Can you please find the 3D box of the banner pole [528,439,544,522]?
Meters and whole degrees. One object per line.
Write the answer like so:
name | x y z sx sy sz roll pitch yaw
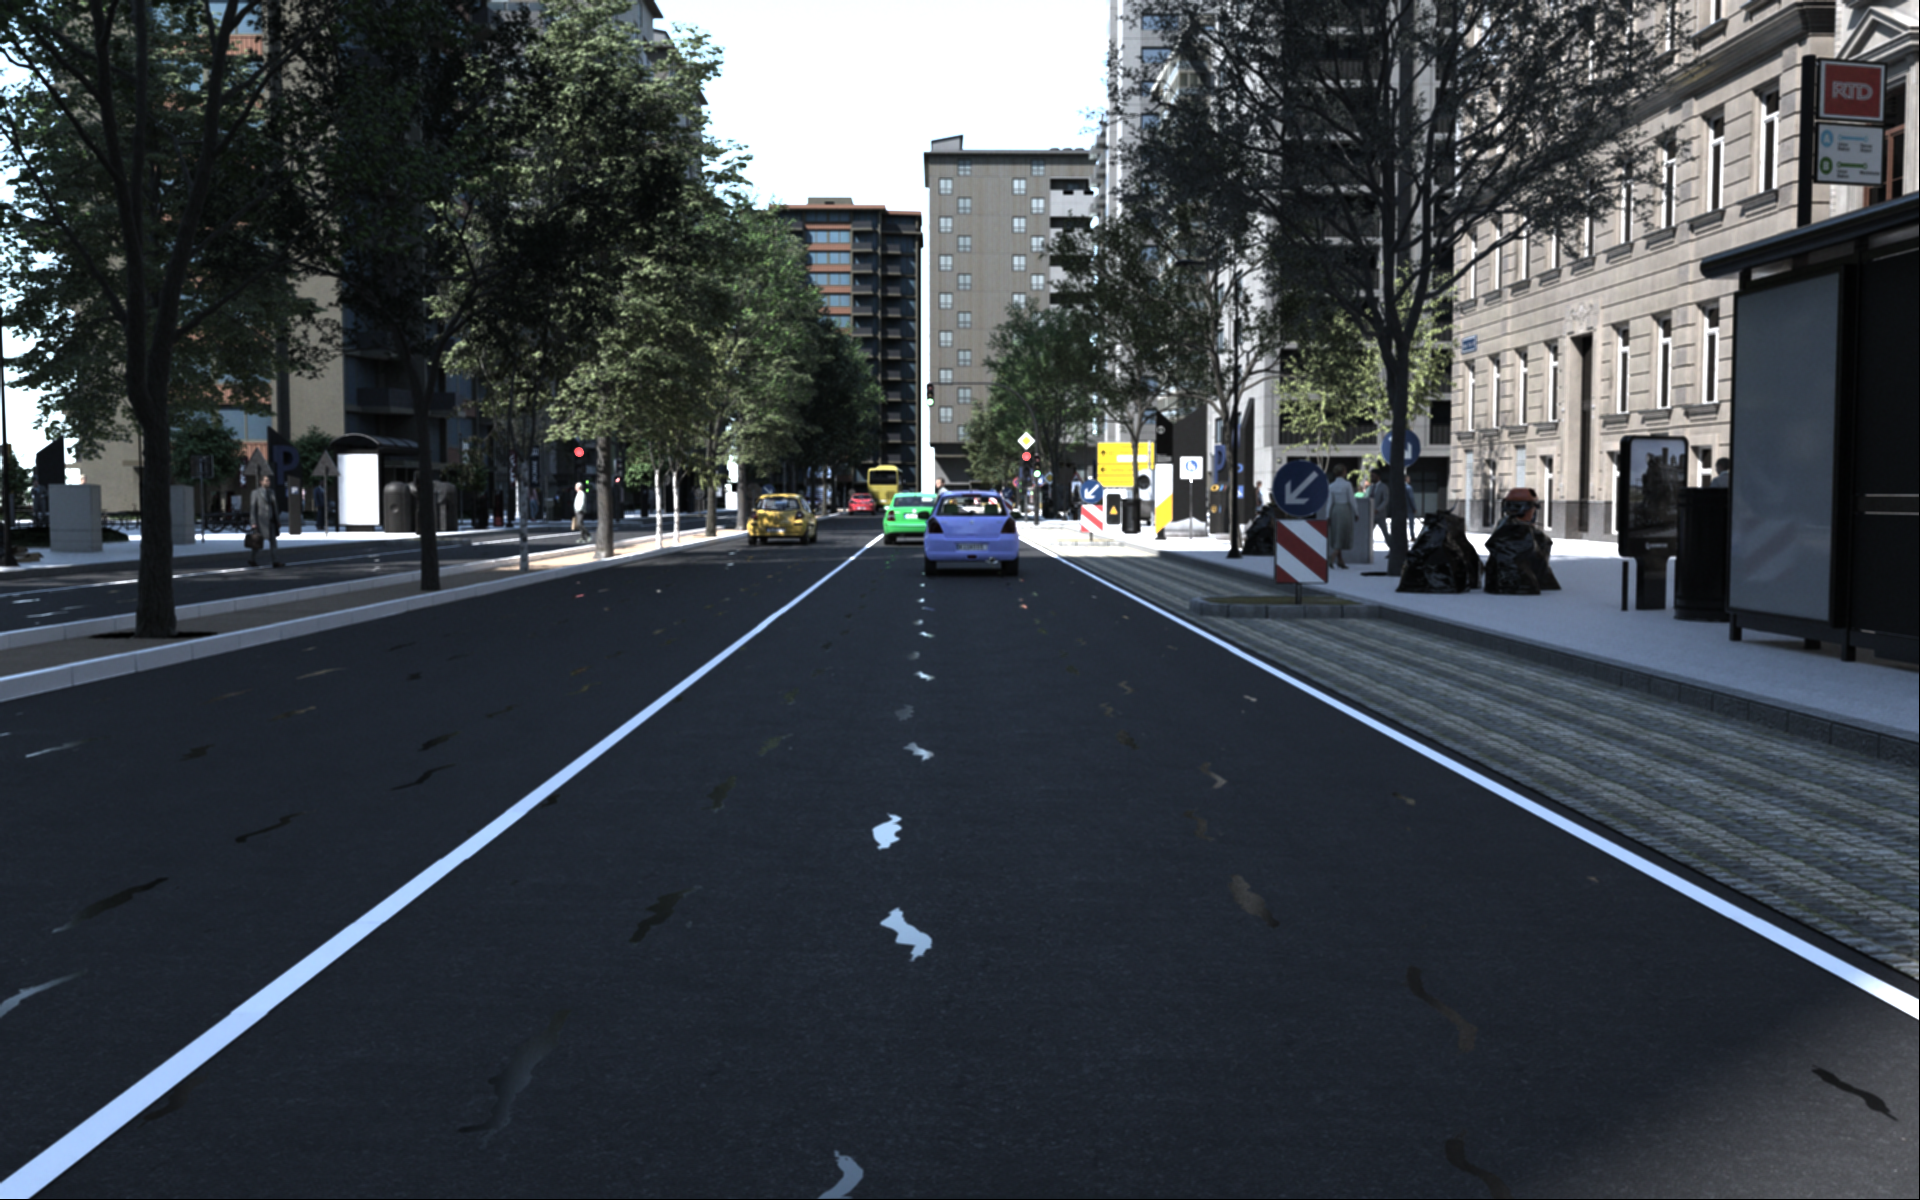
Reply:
banner pole | -19.087 -5.403 78.355 0.863 3.779 0.401 0 4 7

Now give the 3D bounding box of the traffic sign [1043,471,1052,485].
traffic sign | 5.162 -6.084 99.201 0.795 2.593 0.064 1 4 9

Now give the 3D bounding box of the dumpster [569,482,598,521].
dumpster | -18.044 -4.747 83.367 1.264 1.857 1.865 0 4 -1

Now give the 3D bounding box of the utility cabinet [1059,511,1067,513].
utility cabinet | 7.240 -6.626 117.016 1.173 1.500 0.318 2 4 31

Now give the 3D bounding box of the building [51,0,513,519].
building | -39.399 -27.351 101.814 22.147 44.769 28.867 0 4 -1

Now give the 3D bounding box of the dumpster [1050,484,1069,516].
dumpster | 5.998 -5.928 102.676 1.264 1.857 1.865 0 4 -1

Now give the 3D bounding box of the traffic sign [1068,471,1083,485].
traffic sign | 6.592 -6.015 98.349 0.884 2.594 0.081 0 4 8

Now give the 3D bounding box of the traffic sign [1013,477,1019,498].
traffic sign | 4.403 -8.010 131.073 0.768 2.556 0.104 0 4 2

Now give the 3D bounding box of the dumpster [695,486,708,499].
dumpster | -21.656 -8.693 144.625 1.502 2.255 1.985 0 4 -1

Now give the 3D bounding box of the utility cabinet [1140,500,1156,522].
utility cabinet | 8.756 -4.264 78.392 1.173 1.500 0.318 -1 4 -18

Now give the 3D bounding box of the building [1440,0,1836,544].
building | 22.596 -15.268 46.892 12.463 27.353 25.104 0 4 -1

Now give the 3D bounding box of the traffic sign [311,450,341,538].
traffic sign | -18.563 -3.100 50.692 0.884 2.594 0.081 0 4 2

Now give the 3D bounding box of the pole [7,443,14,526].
pole | -38.024 -4.620 69.378 0.158 3.312 0.155 0 3 0

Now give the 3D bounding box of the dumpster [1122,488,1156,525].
dumpster | 7.244 -3.928 69.985 1.264 1.857 1.865 0 4 -1

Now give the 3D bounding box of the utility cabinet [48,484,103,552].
utility cabinet | -19.578 -1.815 38.351 1.173 1.500 0.318 1 4 18

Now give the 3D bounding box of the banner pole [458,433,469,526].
banner pole | -20.144 -4.913 70.350 0.863 3.779 0.401 3 5 42

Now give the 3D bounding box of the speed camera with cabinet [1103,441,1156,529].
speed camera with cabinet | 6.357 -4.294 64.536 2.038 3.252 0.660 2 4 34

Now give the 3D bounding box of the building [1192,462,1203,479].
building | 36.684 -41.146 261.969 27.495 52.752 28.713 0 4 -1

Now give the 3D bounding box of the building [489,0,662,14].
building | -44.370 -35.296 166.330 28.713 52.752 27.495 0 4 -1

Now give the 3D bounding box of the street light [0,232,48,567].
street light | -16.313 -3.545 30.505 1.470 5.913 1.316 0 4 -1

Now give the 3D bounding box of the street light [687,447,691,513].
street light | -17.459 -8.709 114.932 1.470 5.913 1.316 0 4 -1

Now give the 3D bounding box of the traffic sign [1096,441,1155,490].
traffic sign | 6.409 -4.474 67.022 2.265 3.308 0.079 1 4 9

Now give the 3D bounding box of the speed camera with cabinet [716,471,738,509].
speed camera with cabinet | -19.807 -9.306 146.488 2.038 3.252 0.660 0 4 6

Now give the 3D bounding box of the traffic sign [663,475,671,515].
traffic sign | -17.716 -6.348 103.897 0.768 2.556 0.104 0 4 5

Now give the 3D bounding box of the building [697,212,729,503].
building | -41.808 -36.925 253.836 14.200 45.320 14.600 0 4 -1

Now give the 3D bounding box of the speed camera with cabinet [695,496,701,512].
speed camera with cabinet | -19.671 -7.979 124.786 2.038 3.252 0.660 1 4 16

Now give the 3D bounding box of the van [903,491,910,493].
van | -6.602 -12.185 206.235 2.013 2.044 4.112 0 4 -1

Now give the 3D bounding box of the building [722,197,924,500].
building | -19.817 -36.880 257.615 28.867 44.769 22.147 0 4 -1

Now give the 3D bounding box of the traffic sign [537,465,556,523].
traffic sign | -18.495 -4.741 77.522 0.884 2.594 0.081 0 4 4

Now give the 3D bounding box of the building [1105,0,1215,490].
building | 25.186 -38.639 173.739 21.231 58.520 28.212 0 4 -1

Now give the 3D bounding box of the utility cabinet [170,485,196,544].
utility cabinet | -19.988 -2.169 44.142 1.173 1.500 0.318 2 4 32

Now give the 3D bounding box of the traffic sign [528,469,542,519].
traffic sign | -20.305 -5.042 82.545 0.768 2.556 0.104 0 4 0

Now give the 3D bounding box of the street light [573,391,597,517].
street light | -16.845 -6.461 78.172 1.470 5.913 1.316 0 4 -1

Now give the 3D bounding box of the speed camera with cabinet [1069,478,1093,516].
speed camera with cabinet | 7.250 -6.481 100.305 0.660 3.252 2.038 -3 5 -43

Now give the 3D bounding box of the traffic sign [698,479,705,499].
traffic sign | -21.002 -8.619 141.019 0.768 2.556 0.104 0 4 1

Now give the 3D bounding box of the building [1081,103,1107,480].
building | 26.835 -35.702 203.332 23.786 49.044 30.456 0 4 -1

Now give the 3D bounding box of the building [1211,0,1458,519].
building | 26.227 -40.327 97.604 20.611 71.187 20.563 0 4 -1

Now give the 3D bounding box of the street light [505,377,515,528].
street light | -16.665 -5.716 65.994 1.470 5.913 1.316 0 4 -1

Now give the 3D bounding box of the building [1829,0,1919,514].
building | 22.073 -11.468 23.663 11.583 22.565 21.152 0 4 -1

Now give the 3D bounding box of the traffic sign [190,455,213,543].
traffic sign | -19.919 -2.654 45.515 0.606 2.300 0.079 0 4 5

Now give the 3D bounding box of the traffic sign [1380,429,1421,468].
traffic sign | 8.519 -2.047 33.568 0.768 2.556 0.104 0 4 5

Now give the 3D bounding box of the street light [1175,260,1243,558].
street light | 4.951 -3.788 34.480 1.470 5.913 1.316 0 4 -1

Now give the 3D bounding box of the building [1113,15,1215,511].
building | 28.733 -27.226 137.030 32.217 40.220 23.993 0 4 -1

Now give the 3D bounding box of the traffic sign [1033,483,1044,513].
traffic sign | 5.406 -7.235 118.301 0.884 2.594 0.081 0 4 3

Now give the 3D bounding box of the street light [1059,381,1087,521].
street light | 4.559 -5.978 70.275 1.470 5.913 1.316 0 4 -1

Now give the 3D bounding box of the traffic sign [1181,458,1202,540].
traffic sign | 6.398 -2.802 47.936 0.606 2.300 0.079 0 4 2

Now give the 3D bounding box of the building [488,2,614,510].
building | -36.426 -28.018 141.687 14.154 41.232 14.086 0 4 -1

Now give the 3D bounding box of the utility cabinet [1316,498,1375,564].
utility cabinet | 7.127 -1.279 32.070 1.020 1.237 0.306 2 4 29

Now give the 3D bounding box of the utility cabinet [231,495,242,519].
utility cabinet | -33.404 -4.207 79.950 0.306 1.237 1.020 -1 4 -13

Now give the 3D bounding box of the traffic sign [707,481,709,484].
traffic sign | -20.485 -8.639 141.361 0.768 2.556 0.104 0 4 5

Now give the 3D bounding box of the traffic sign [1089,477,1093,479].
traffic sign | 7.956 -6.179 103.163 0.606 2.300 0.079 0 4 8

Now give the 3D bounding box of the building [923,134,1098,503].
building | 8.307 -41.132 261.739 27.495 52.752 28.713 0 4 -1

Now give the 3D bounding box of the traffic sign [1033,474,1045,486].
traffic sign | 4.766 -6.430 105.237 0.768 2.556 0.104 0 4 2

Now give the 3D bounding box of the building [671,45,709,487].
building | -44.828 -37.537 202.962 27.495 52.752 28.713 0 4 -1

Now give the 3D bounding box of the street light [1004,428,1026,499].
street light | 3.941 -8.868 117.527 1.470 5.913 1.316 0 4 -1

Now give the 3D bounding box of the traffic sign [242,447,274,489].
traffic sign | -19.540 -2.947 48.188 0.884 2.594 0.081 0 4 0
